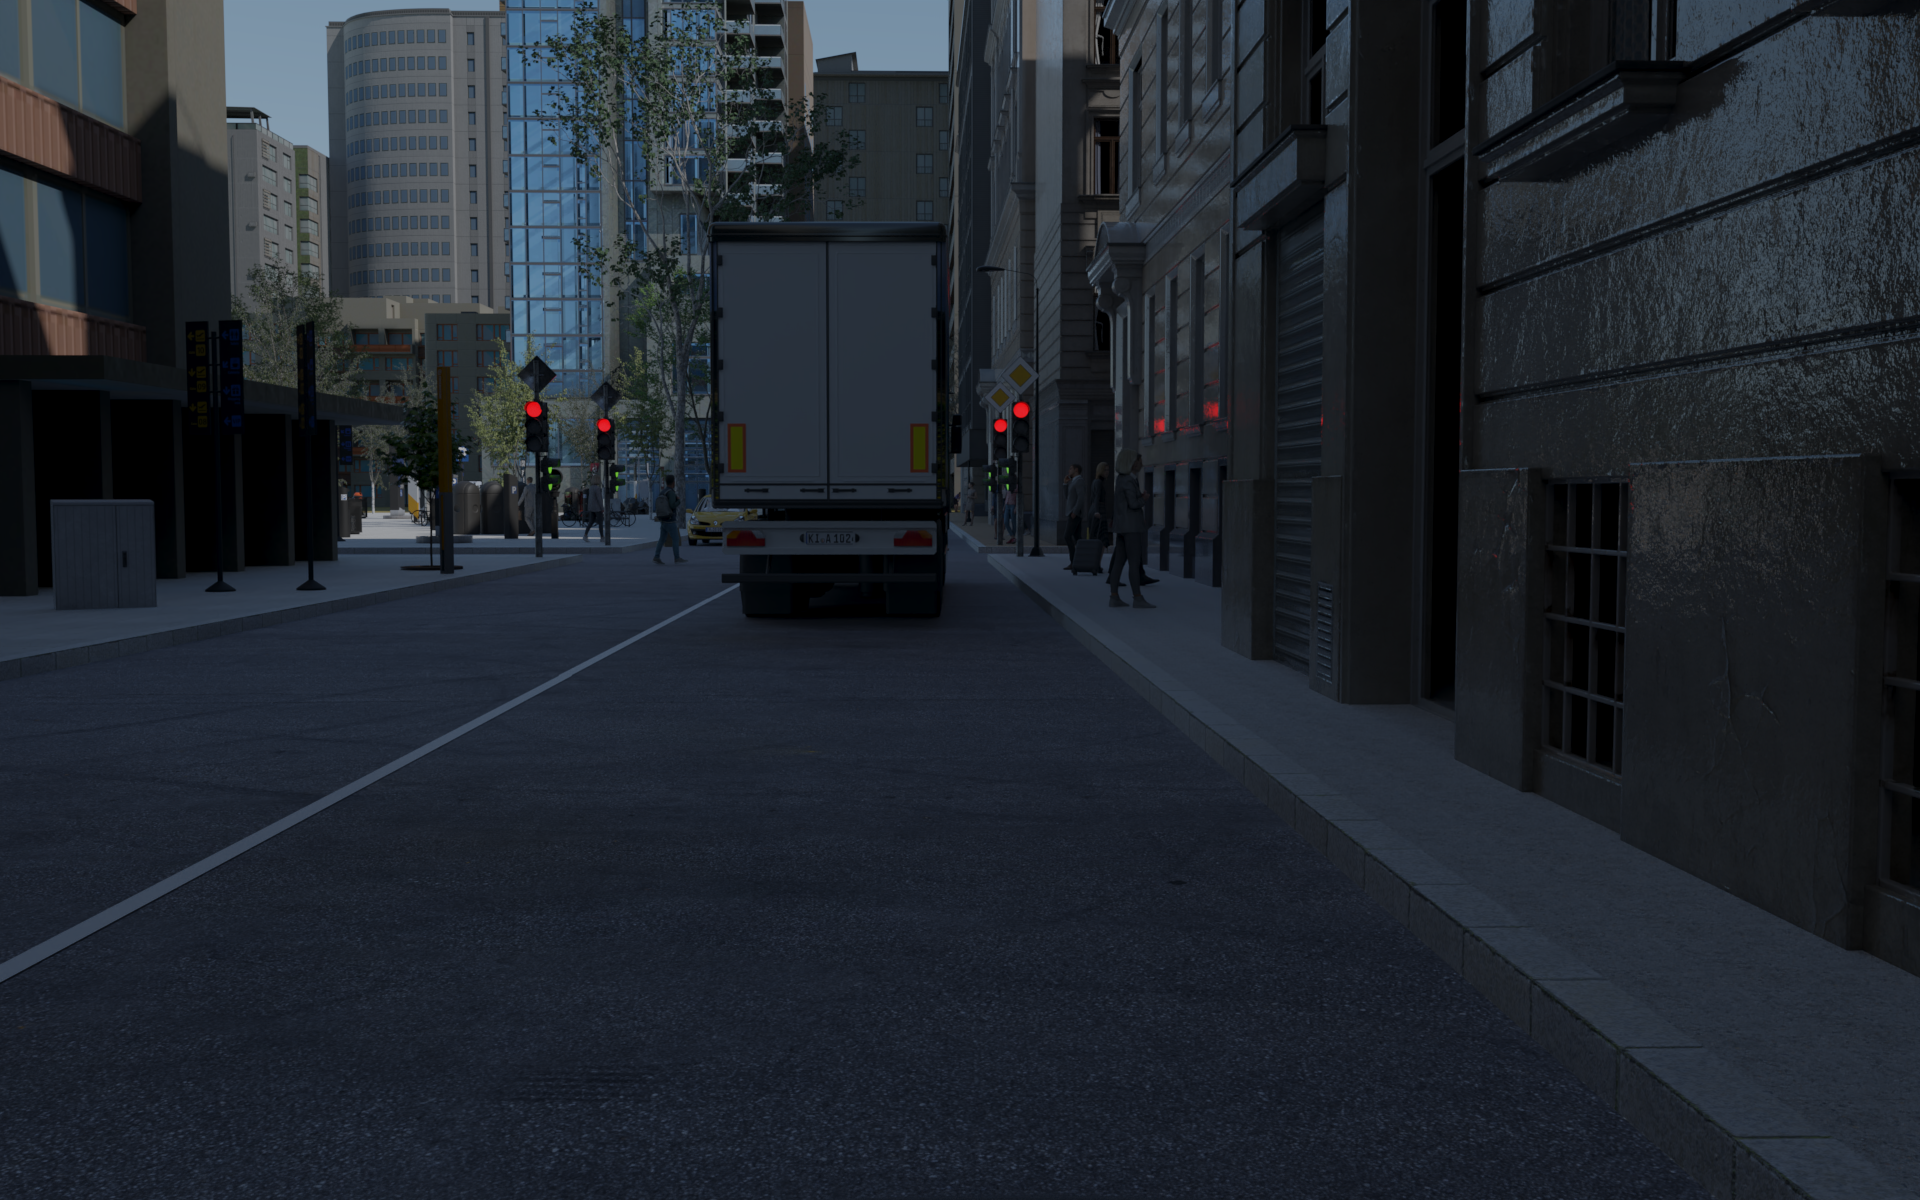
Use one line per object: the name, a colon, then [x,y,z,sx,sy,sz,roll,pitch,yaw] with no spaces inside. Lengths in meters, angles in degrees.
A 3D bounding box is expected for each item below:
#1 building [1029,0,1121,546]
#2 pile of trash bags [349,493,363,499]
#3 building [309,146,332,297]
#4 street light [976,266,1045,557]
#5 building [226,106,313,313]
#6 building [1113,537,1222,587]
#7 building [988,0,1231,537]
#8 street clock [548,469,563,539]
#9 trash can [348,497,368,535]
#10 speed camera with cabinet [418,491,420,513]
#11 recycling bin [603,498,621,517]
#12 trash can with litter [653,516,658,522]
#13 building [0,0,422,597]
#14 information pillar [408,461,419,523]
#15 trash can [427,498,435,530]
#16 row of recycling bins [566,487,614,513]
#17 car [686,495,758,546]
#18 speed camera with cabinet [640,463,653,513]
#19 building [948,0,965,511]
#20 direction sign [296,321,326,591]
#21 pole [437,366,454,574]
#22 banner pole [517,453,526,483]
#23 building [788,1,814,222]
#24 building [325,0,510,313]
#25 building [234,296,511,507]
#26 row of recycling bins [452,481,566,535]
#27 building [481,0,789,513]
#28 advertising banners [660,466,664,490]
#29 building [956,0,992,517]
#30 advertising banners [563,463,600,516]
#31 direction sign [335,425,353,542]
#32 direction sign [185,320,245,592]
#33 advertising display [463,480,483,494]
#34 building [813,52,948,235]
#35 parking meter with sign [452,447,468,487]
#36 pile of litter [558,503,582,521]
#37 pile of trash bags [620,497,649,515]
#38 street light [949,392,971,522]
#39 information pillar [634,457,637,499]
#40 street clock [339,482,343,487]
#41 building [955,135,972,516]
building: [11.190,-12.124,47.377,18.267,20.994,9.793,0,4,-2]
pile of trash bags: [-36.504,-5.731,103.457,1.912,1.369,3.447,0,4,1]
building: [-81.529,-31.936,205.748,14.086,41.232,14.154,0,4,-2]
street light: [1.034,-3.844,35.387,1.470,5.913,1.316,0,4,-2]
building: [-79.077,-30.669,185.039,14.086,41.232,14.154,0,4,-2]
building: [9.633,-14.632,25.135,13.634,28.700,20.117,0,4,-2]
building: [7.743,-16.990,63.698,13.634,28.700,20.117,0,4,-2]
street clock: [-11.648,-2.763,49.750,0.471,2.002,0.358,0,4,-3]
trash can: [-19.318,-2.652,55.016,0.748,1.137,0.748,0,3,0]
speed camera with cabinet: [-32.982,-6.975,108.381,2.038,3.252,0.660,0,3,0]
recycling bin: [-17.900,-4.679,89.055,0.722,1.027,0.722,-2,4,-29]
trash can with litter: [-13.702,-4.196,79.997,1.055,1.170,0.624,1,4,11]
building: [-25.152,-22.561,23.501,28.867,44.769,22.147,0,4,-2]
information pillar: [-24.574,-5.291,77.862,0.504,3.616,0.183,1,4,15]
trash can: [-18.411,-3.028,61.157,0.748,1.137,0.748,0,3,0]
row of recycling bins: [-21.481,-5.720,100.641,1.069,1.692,3.534,2,4,34]
car: [-6.725,-2.399,49.445,2.015,1.641,3.980,0,4,0]
speed camera with cabinet: [-20.134,-7.142,111.107,0.660,3.252,2.038,0,4,-3]
building: [9.930,-31.716,142.263,21.300,48.544,21.600,0,4,-2]
direction sign: [-8.680,-1.900,23.068,0.379,3.537,0.876,-2,4,-34]
pole: [-8.257,-2.076,27.788,0.158,3.312,0.155,0,3,0]
banner pole: [-27.065,-7.146,106.859,0.401,3.779,0.863,2,4,29]
building: [-20.444,-30.937,155.926,14.600,45.320,14.200,0,4,-2]
building: [-60.501,-40.842,209.758,28.212,58.520,21.231,0,4,-2]
building: [-57.081,-20.446,179.325,28.899,21.520,27.650,0,4,-2]
row of recycling bins: [-14.593,-2.969,55.657,3.534,1.692,1.069,-3,5,-41]
building: [-23.166,-50.084,131.541,22.319,86.520,31.000,0,4,-2]
advertising banners: [-18.556,-6.967,110.098,0.090,3.025,2.074,1,4,19]
building: [7.219,-17.887,85.963,14.314,27.812,24.014,0,4,-2]
advertising banners: [-21.067,-6.127,96.359,2.074,3.025,0.090,0,4,0]
direction sign: [-16.836,-3.352,46.806,0.876,3.537,0.379,0,4,3]
direction sign: [-9.740,-1.878,22.705,0.876,3.537,0.379,1,4,18]
advertising display: [-23.058,-4.689,81.878,0.974,1.923,0.123,-2,4,-29]
building: [-4.486,-38.329,215.916,27.495,52.752,28.713,0,4,-2]
parking meter with sign: [-18.906,-4.142,63.987,1.738,3.016,0.543,3,4,37]
pile of litter: [-18.820,-4.228,83.095,1.719,0.858,1.176,1,4,16]
pile of trash bags: [-20.715,-5.920,106.549,1.912,1.369,3.447,2,4,30]
street light: [-0.132,-6.497,78.774,1.470,5.913,1.316,0,4,-2]
information pillar: [-20.660,-7.269,110.198,0.183,3.616,0.504,-2,4,-24]
street clock: [-36.156,-5.905,101.115,0.358,2.002,0.471,-2,4,-26]
building: [6.583,-19.697,107.950,13.634,28.700,20.117,0,4,-2]
